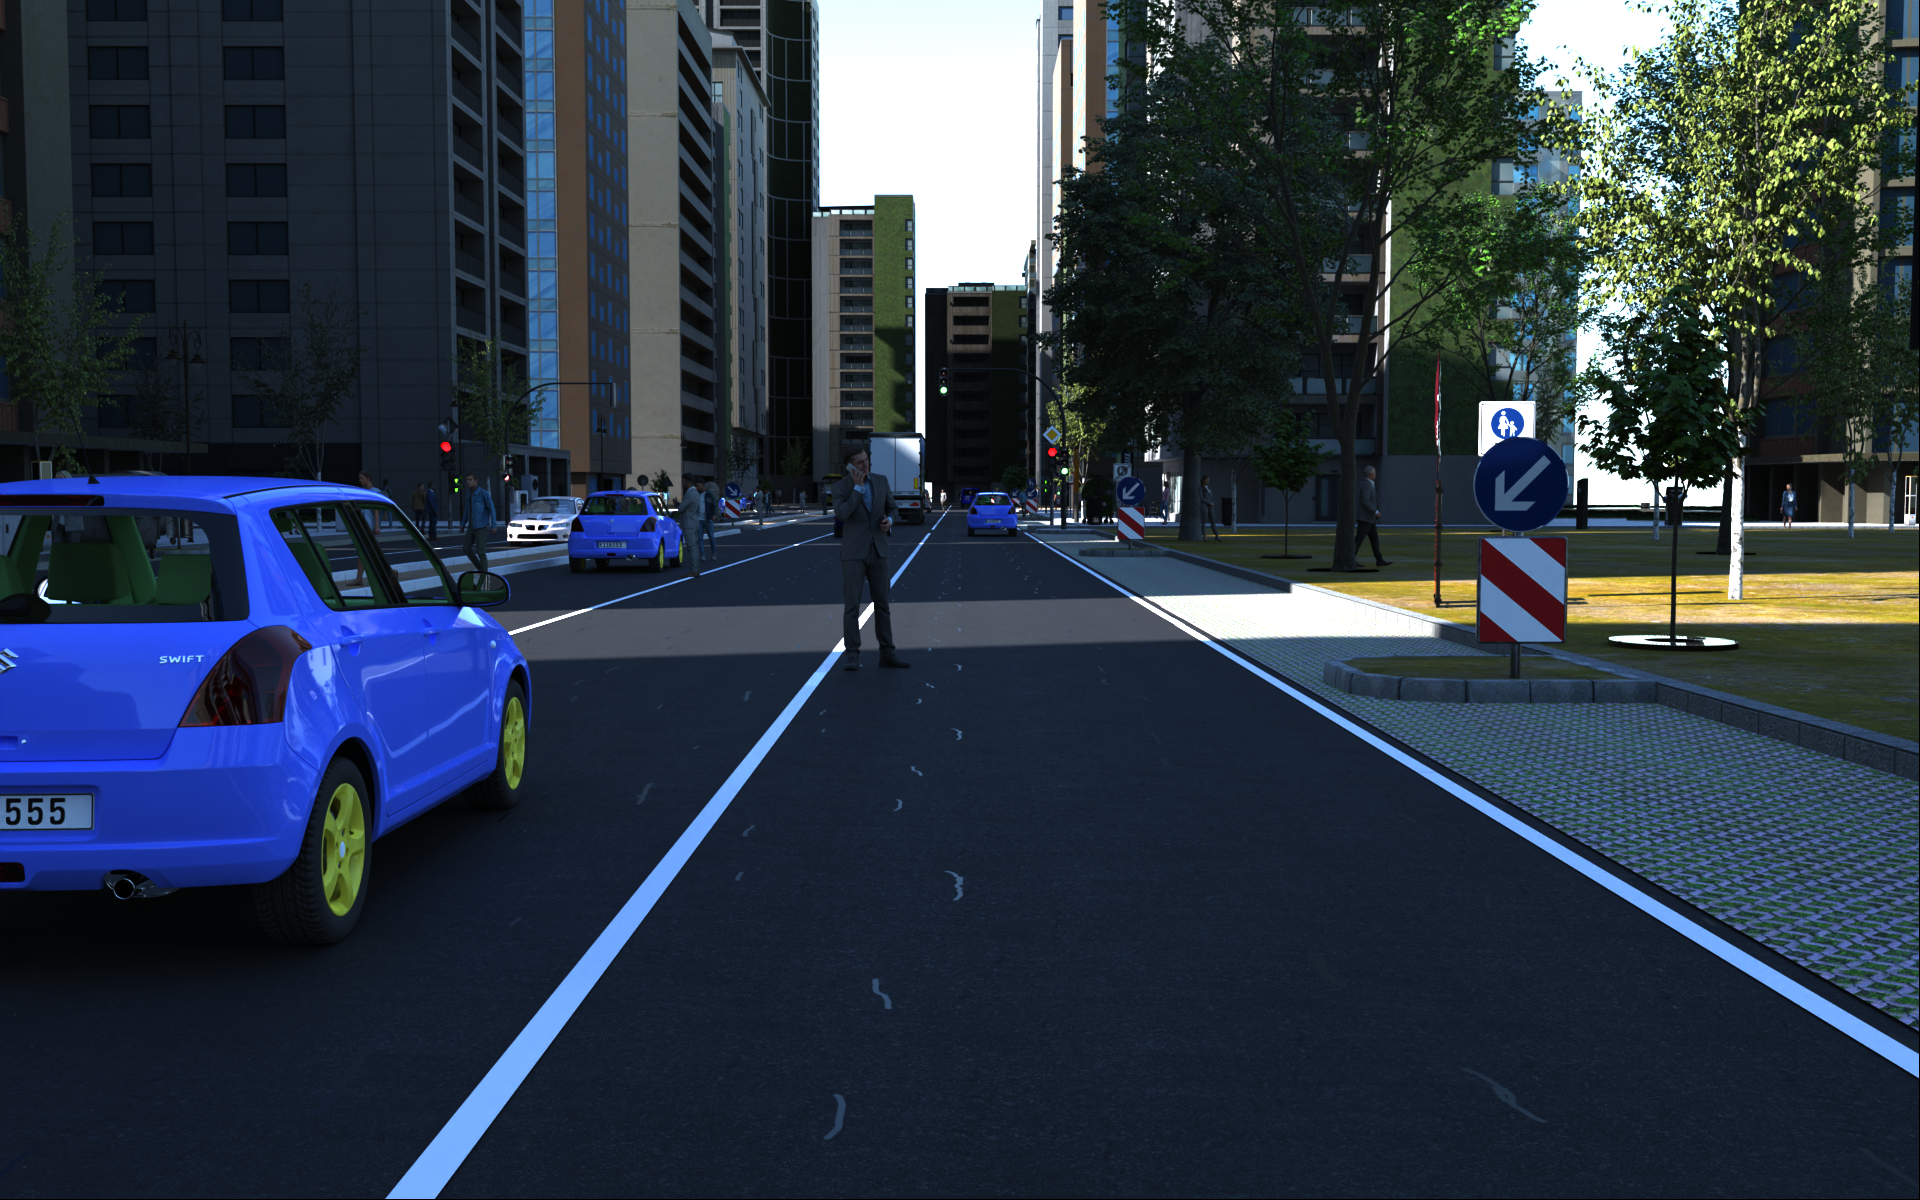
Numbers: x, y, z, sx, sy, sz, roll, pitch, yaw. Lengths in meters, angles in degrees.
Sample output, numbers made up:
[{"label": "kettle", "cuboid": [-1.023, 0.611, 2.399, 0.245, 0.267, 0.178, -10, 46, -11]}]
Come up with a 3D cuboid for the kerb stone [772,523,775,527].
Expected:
[{"label": "kerb stone", "cuboid": [-8.116, -3.152, 73.777, 0.120, 0.150, 1.000, 0, 3, 0]}]

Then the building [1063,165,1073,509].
[{"label": "building", "cuboid": [16.110, -23.415, 154.540, 14.160, 30.474, 14.107, 0, 3, 0]}]

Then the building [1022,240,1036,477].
[{"label": "building", "cuboid": [21.146, -33.984, 247.523, 23.993, 40.220, 32.217, 0, 3, 0]}]

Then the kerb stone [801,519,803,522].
[{"label": "kerb stone", "cuboid": [-8.112, -3.970, 87.111, 0.120, 0.150, 1.000, 0, 3, 0]}]

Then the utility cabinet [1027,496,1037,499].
[{"label": "utility cabinet", "cuboid": [5.647, -7.765, 138.118, 1.020, 1.237, 0.306, 0, 4, 8]}]

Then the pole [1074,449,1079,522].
[{"label": "pole", "cuboid": [5.277, -5.167, 78.327, 0.158, 3.312, 0.155, 0, 3, 0]}]

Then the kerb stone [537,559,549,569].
[{"label": "kerb stone", "cuboid": [-8.116, -0.675, 33.277, 0.120, 0.150, 1.000, 0, 3, 0]}]

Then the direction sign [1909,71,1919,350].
[{"label": "direction sign", "cuboid": [5.530, -1.052, 9.197, 0.876, 3.537, 0.379, 2, 4, 24]}]

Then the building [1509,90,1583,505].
[{"label": "building", "cuboid": [57.093, -35.832, 205.455, 30.456, 49.044, 23.786, 0, 3, 0]}]

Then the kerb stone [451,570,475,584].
[{"label": "kerb stone", "cuboid": [-8.123, -0.363, 28.129, 0.120, 0.150, 1.000, 0, 3, 0]}]

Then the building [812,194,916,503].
[{"label": "building", "cuboid": [-13.098, -33.934, 238.410, 14.086, 41.232, 14.154, 0, 3, 0]}]

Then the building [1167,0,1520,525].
[{"label": "building", "cuboid": [15.991, -24.097, 77.577, 14.086, 41.232, 14.154, 0, 3, 0]}]

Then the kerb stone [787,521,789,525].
[{"label": "kerb stone", "cuboid": [-8.122, -3.531, 79.935, 0.120, 0.150, 1.000, 0, 3, 0]}]

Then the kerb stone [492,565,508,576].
[{"label": "kerb stone", "cuboid": [-8.116, -0.490, 30.208, 0.120, 0.150, 1.000, 0, 3, 0]}]

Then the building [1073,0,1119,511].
[{"label": "building", "cuboid": [16.004, -29.537, 133.035, 14.600, 45.320, 14.200, 0, 3, 0]}]

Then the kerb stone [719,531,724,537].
[{"label": "kerb stone", "cuboid": [-8.107, -2.179, 57.886, 0.120, 0.150, 1.000, 0, 3, 0]}]

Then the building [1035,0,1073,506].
[{"label": "building", "cuboid": [19.448, -40.479, 203.828, 21.231, 58.520, 28.212, 0, 3, 0]}]

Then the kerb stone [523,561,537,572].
[{"label": "kerb stone", "cuboid": [-8.116, -0.615, 32.255, 0.120, 0.150, 1.000, 0, 3, 0]}]

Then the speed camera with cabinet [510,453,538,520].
[{"label": "speed camera with cabinet", "cuboid": [-20.790, -5.389, 82.453, 0.660, 3.252, 2.038, 1, 4, 12]}]

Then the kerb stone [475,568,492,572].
[{"label": "kerb stone", "cuboid": [-8.121, -0.426, 29.163, 0.120, 0.150, 1.000, 0, 3, 0]}]

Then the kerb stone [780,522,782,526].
[{"label": "kerb stone", "cuboid": [-8.109, -3.341, 76.854, 0.120, 0.150, 1.000, 0, 3, 0]}]

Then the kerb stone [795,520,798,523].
[{"label": "kerb stone", "cuboid": [-8.103, -3.782, 84.038, 0.120, 0.150, 1.000, 0, 3, 0]}]

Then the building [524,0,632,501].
[{"label": "building", "cuboid": [-30.563, -28.529, 116.564, 14.600, 45.320, 14.200, 0, 3, 0]}]

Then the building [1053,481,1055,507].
[{"label": "building", "cuboid": [16.729, -30.531, 182.776, 14.154, 41.232, 14.086, 0, 3, 0]}]

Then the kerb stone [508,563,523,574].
[{"label": "kerb stone", "cuboid": [-8.119, -0.553, 31.230, 0.120, 0.150, 1.000, 0, 3, 0]}]

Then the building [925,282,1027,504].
[{"label": "building", "cuboid": [2.095, -28.610, 239.473, 14.107, 30.474, 14.160, 0, 3, 0]}]

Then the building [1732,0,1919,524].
[{"label": "building", "cuboid": [51.840, -26.137, 81.970, 28.867, 44.769, 22.147, 0, 3, 0]}]

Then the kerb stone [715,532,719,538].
[{"label": "kerb stone", "cuboid": [-8.114, -2.120, 56.864, 0.120, 0.150, 1.000, 0, 3, 0]}]

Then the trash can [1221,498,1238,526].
[{"label": "trash can", "cuboid": [10.902, -3.574, 70.090, 0.748, 1.137, 0.748, 0, 3, 0]}]

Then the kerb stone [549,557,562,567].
[{"label": "kerb stone", "cuboid": [-8.108, -0.741, 34.303, 0.120, 0.150, 1.000, 0, 3, 0]}]

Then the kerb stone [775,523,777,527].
[{"label": "kerb stone", "cuboid": [-8.113, -3.217, 74.799, 0.120, 0.150, 1.000, 0, 3, 0]}]

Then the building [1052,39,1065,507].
[{"label": "building", "cuboid": [16.257, -31.708, 168.535, 14.600, 45.320, 14.200, 0, 3, 0]}]

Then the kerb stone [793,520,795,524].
[{"label": "kerb stone", "cuboid": [-8.114, -3.720, 83.011, 0.120, 0.150, 1.000, 0, 3, 0]}]

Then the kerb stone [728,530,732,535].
[{"label": "kerb stone", "cuboid": [-8.109, -2.308, 59.943, 0.120, 0.150, 1.000, 0, 3, 0]}]

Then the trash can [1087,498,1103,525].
[{"label": "trash can", "cuboid": [5.575, -3.655, 71.405, 0.748, 1.137, 0.748, 0, 3, 0]}]

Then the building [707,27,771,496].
[{"label": "building", "cuboid": [-37.387, -37.583, 203.724, 27.495, 52.752, 28.713, 0, 3, 0]}]

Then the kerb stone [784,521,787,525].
[{"label": "kerb stone", "cuboid": [-8.112, -3.469, 78.913, 0.120, 0.150, 1.000, 0, 3, 0]}]

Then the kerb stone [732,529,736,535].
[{"label": "kerb stone", "cuboid": [-8.113, -2.371, 60.970, 0.120, 0.150, 1.000, 0, 3, 0]}]

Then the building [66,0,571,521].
[{"label": "building", "cuboid": [-32.000, -39.888, 90.416, 20.563, 71.187, 20.611, 0, 3, 0]}]

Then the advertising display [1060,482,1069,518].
[{"label": "advertising display", "cuboid": [5.673, -5.425, 93.918, 0.123, 1.923, 0.974, -1, 4, -21]}]

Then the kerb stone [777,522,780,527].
[{"label": "kerb stone", "cuboid": [-8.104, -3.276, 75.828, 0.120, 0.150, 1.000, 0, 3, 0]}]

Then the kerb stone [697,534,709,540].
[{"label": "kerb stone", "cuboid": [-8.122, -1.995, 54.814, 0.120, 0.150, 1.000, 0, 3, 0]}]

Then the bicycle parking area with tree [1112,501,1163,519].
[{"label": "bicycle parking area with tree", "cuboid": [11.563, -6.441, 92.316, 8.231, 4.147, 9.016, 0, 4, 7]}]

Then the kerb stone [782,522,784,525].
[{"label": "kerb stone", "cuboid": [-8.120, -3.406, 77.880, 0.120, 0.150, 1.000, 0, 3, 0]}]

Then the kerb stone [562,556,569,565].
[{"label": "kerb stone", "cuboid": [-8.114, -0.803, 35.331, 0.120, 0.150, 1.000, 0, 3, 0]}]

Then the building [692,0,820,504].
[{"label": "building", "cuboid": [-30.445, -49.049, 240.201, 20.611, 71.187, 20.563, 0, 3, 0]}]

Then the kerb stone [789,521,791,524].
[{"label": "kerb stone", "cuboid": [-8.109, -3.591, 80.962, 0.120, 0.150, 1.000, 0, 3, 0]}]

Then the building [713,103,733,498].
[{"label": "building", "cuboid": [-31.088, -30.102, 175.764, 14.154, 41.232, 14.086, 0, 3, 0]}]

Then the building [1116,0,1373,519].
[{"label": "building", "cuboid": [16.701, -25.951, 107.900, 14.154, 41.232, 14.086, 0, 3, 0]}]

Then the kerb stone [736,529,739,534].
[{"label": "kerb stone", "cuboid": [-8.114, -2.434, 61.992, 0.120, 0.150, 1.000, 0, 3, 0]}]

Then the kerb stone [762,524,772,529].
[{"label": "kerb stone", "cuboid": [-8.120, -3.088, 72.755, 0.120, 0.150, 1.000, 0, 3, 0]}]

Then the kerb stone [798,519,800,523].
[{"label": "kerb stone", "cuboid": [-8.108, -3.845, 85.061, 0.120, 0.150, 1.000, 0, 3, 0]}]

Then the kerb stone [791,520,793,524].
[{"label": "kerb stone", "cuboid": [-8.115, -3.656, 81.985, 0.120, 0.150, 1.000, 0, 3, 0]}]

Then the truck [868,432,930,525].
[{"label": "truck", "cuboid": [-2.958, -5.829, 84.220, 2.839, 4.237, 11.283, 0, 4, 0]}]

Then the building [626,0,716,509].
[{"label": "building", "cuboid": [-34.431, -32.606, 156.812, 21.300, 48.544, 21.600, 0, 3, 0]}]

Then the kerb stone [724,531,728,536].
[{"label": "kerb stone", "cuboid": [-8.116, -2.242, 58.908, 0.120, 0.150, 1.000, 0, 3, 0]}]
